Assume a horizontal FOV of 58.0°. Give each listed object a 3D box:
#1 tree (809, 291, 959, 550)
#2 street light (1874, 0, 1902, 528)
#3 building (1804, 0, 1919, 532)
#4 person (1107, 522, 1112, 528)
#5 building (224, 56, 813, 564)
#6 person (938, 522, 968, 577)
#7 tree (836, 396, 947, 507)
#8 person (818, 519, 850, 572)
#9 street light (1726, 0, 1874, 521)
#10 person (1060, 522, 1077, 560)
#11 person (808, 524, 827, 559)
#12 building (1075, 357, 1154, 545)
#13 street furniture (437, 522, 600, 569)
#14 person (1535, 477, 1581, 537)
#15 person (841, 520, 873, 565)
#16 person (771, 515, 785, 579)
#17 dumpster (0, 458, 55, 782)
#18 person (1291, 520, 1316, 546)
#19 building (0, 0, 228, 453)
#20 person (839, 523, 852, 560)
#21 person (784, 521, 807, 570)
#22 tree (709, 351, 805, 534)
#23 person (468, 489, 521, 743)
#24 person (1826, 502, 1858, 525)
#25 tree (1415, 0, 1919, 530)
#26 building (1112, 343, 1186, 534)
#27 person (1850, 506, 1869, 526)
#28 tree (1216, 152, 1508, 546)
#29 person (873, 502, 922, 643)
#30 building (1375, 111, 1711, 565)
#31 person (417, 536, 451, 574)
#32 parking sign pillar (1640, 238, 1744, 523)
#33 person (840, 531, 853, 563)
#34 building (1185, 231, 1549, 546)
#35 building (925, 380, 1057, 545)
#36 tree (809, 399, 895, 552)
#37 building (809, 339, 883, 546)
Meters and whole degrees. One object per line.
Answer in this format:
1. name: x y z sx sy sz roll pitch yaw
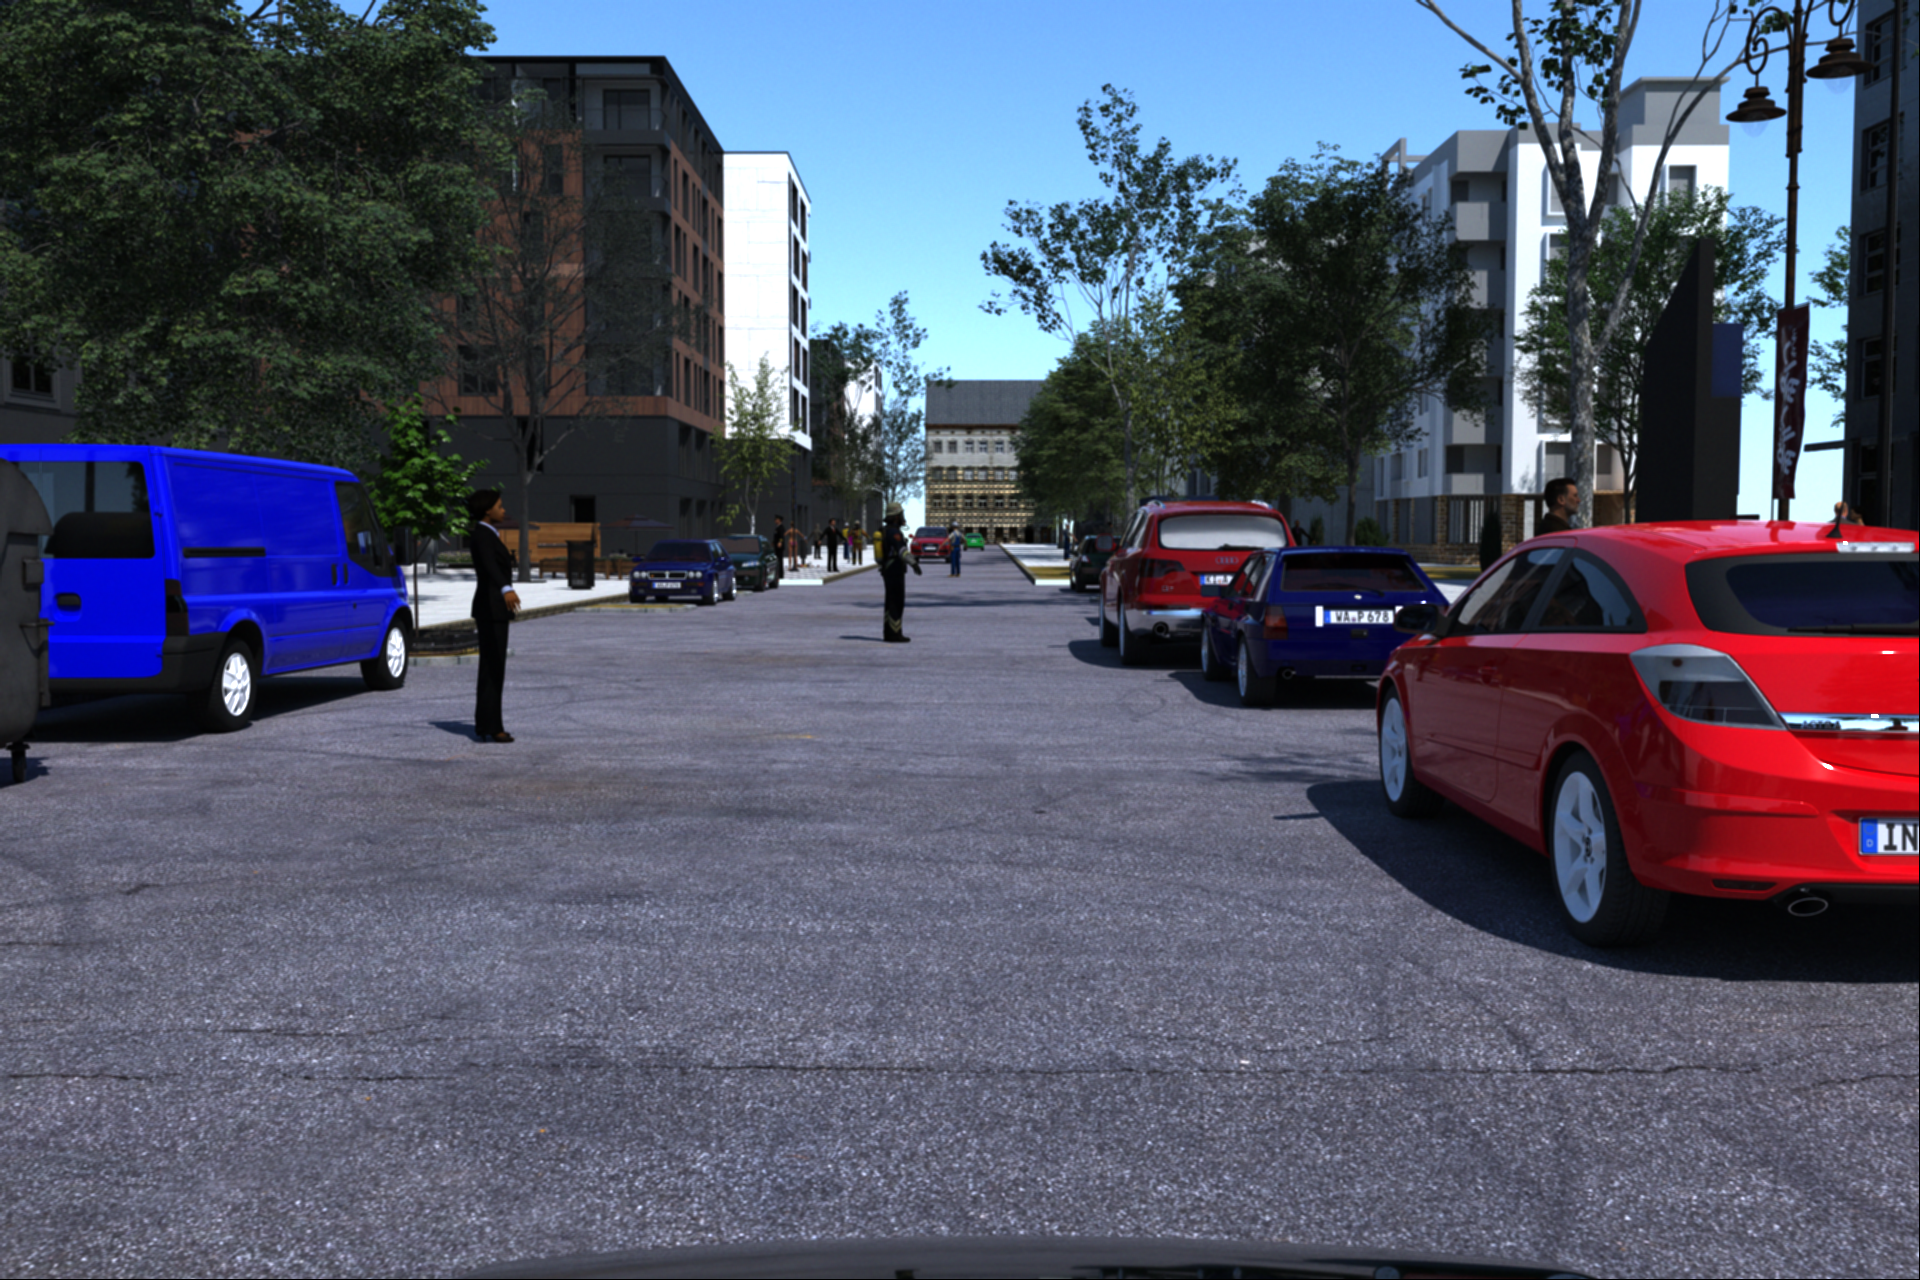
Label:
1. tree: -6.810 -17.082 135.182 12.611 20.169 13.585 0 3 0
2. street light: 7.155 -2.433 12.321 1.470 5.913 1.316 0 4 1
3. building: 25.977 -12.954 30.219 11.959 24.771 22.079 0 4 1
4. person: 6.612 -4.290 76.286 0.704 1.843 1.345 0 4 2
5. building: -23.117 -15.091 90.705 27.936 21.610 32.646 0 3 0
6. person: -0.179 -3.033 57.910 0.705 1.847 1.347 3 5 45
7. tree: -6.266 -14.859 153.309 12.009 13.543 11.850 0 3 0
8. person: -4.298 -3.203 58.562 1.347 1.806 0.705 -3 5 -42
9. street light: 6.707 -2.522 14.015 0.468 5.910 1.993 0 4 1
10. person: 5.241 -4.801 84.359 0.705 1.847 1.347 -2 4 -32
11. person: -7.288 -5.058 88.827 1.348 1.813 0.705 2 4 34
12. building: 28.133 -22.765 216.179 27.936 21.610 32.646 0 4 1
13. street furniture: -17.789 -3.773 68.546 11.010 1.723 9.812 -1 4 -20
14. person: 4.068 -0.190 11.693 0.704 1.812 1.346 1 4 14
15. person: -4.257 -4.035 71.736 1.354 1.858 0.705 0 4 -1
16. person: -5.202 -2.668 49.563 0.705 1.837 1.347 -1 4 -15
17. dumpster: -6.125 -0.075 9.435 1.865 1.857 1.264 0 4 1
18. person: 12.396 -3.514 63.672 1.346 1.802 0.704 0 4 -5
19. building: -28.189 -15.015 39.007 14.314 27.812 24.014 0 4 0
20. person: -5.687 -4.982 87.424 1.349 1.833 0.705 3 5 44
21. person: -5.961 -3.338 61.387 1.217 1.733 0.721 -2 4 -28
22. tree: -8.438 -7.350 70.538 4.737 8.622 4.395 0 3 0
23. person: -3.172 -0.173 12.004 0.721 1.740 1.216 -1 4 -20
24. person: 12.963 -1.158 25.530 0.434 1.755 0.990 -3 4 -39
25. tree: 8.928 -10.360 25.278 12.611 20.169 13.585 0 3 0
26. building: 25.808 -21.343 179.882 19.493 23.208 18.063 0 4 1
27. person: 14.199 -1.274 27.633 0.721 1.737 1.217 1 4 21
28. tree: 9.725 -6.564 41.731 7.601 10.594 8.767 -2 4 -28
29. person: -0.847 -0.902 22.984 0.705 1.856 1.354 -1 4 -22
30. building: 25.621 -13.921 84.027 16.016 20.090 11.380 0 4 1
31. person: -16.775 -2.990 55.066 0.705 1.806 1.347 2 4 29
32. parking sign pillar: 6.940 -1.715 16.511 1.447 3.967 1.447 0 4 1
33. person: -4.882 -4.146 77.059 0.991 1.433 0.599 -2 4 -27
34. building: 24.524 -14.875 109.656 16.747 18.905 31.486 0 4 1
35. building: 4.256 -25.191 245.265 18.063 23.208 19.493 0 3 0
36. tree: -7.984 -11.382 120.501 7.601 10.594 8.767 -3 4 -36
37. building: -23.821 -21.660 198.108 27.936 21.610 32.646 0 4 1
